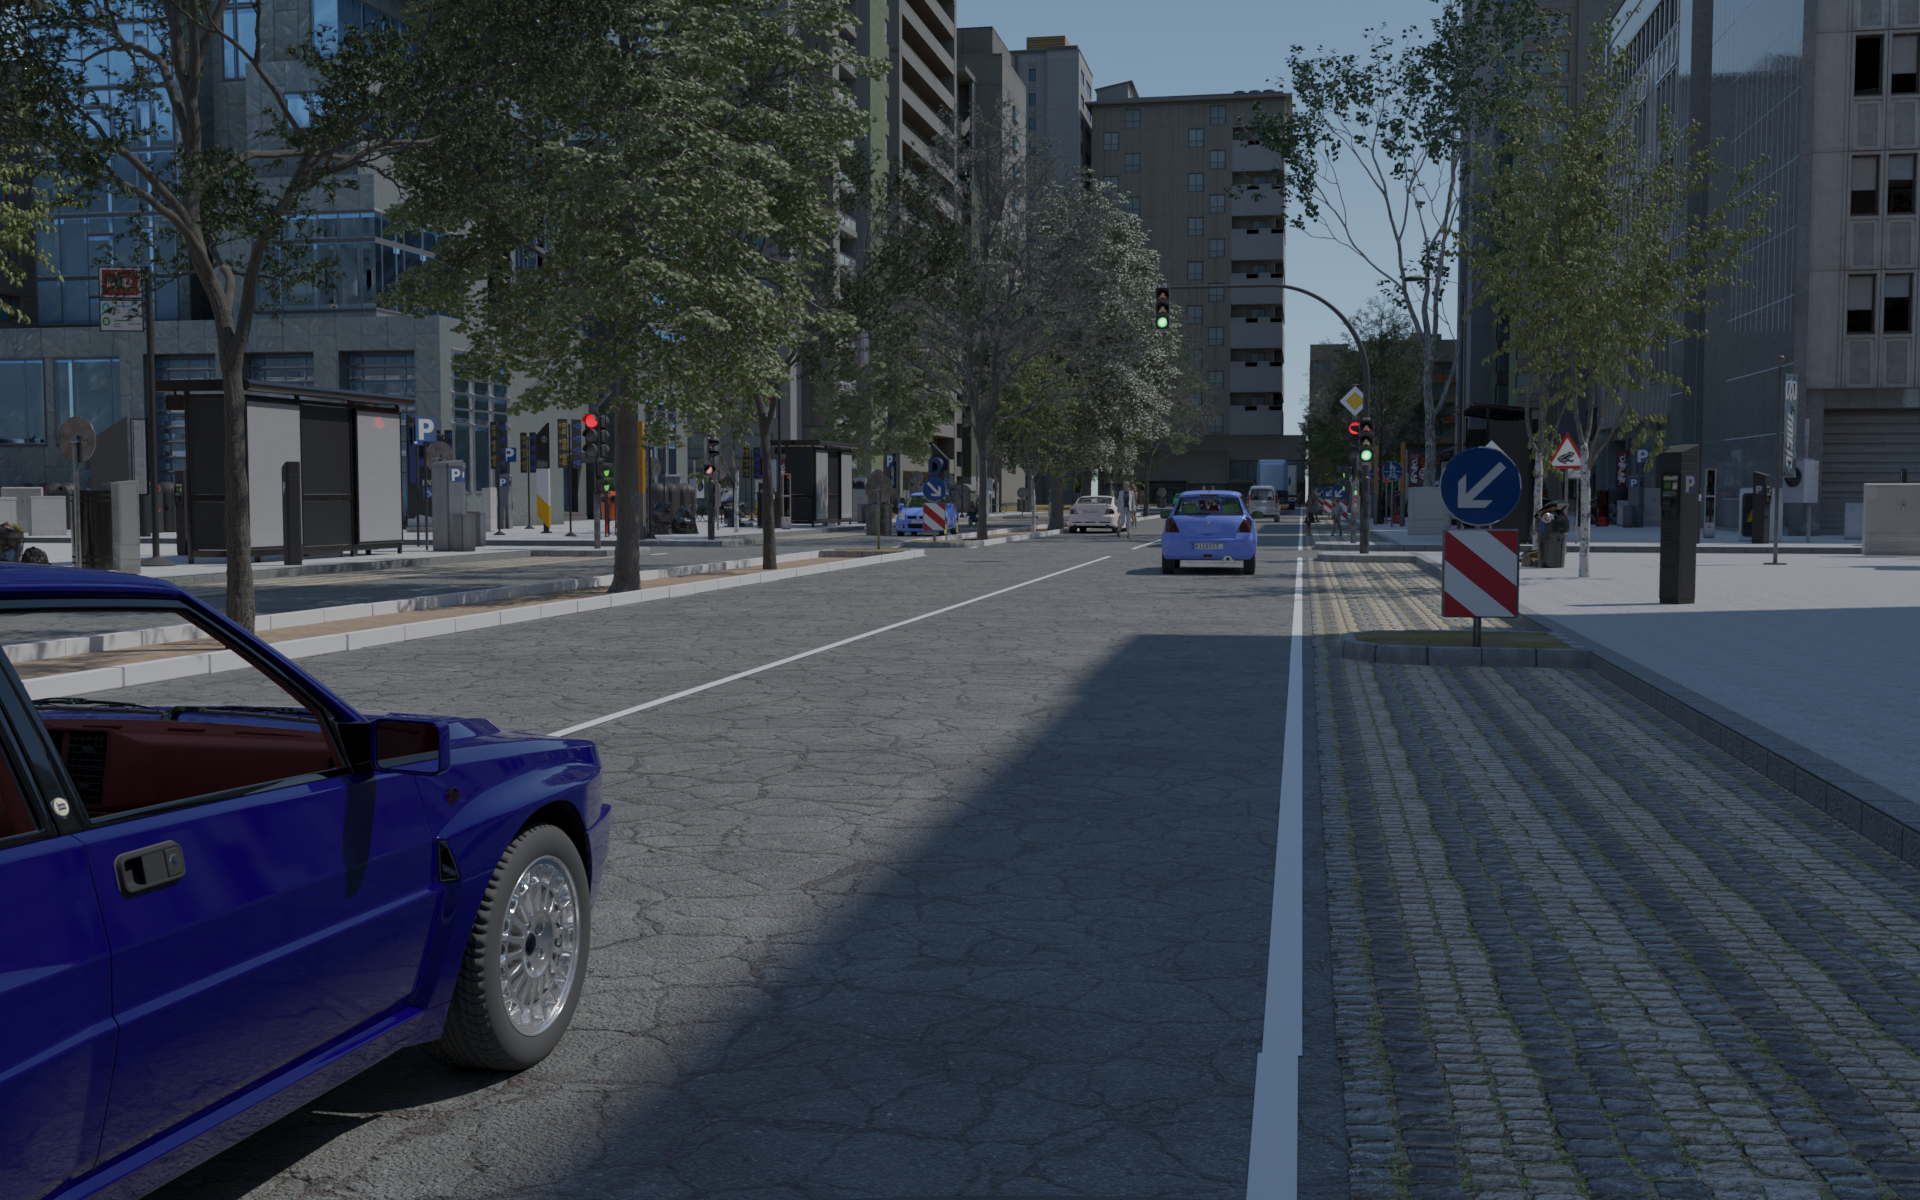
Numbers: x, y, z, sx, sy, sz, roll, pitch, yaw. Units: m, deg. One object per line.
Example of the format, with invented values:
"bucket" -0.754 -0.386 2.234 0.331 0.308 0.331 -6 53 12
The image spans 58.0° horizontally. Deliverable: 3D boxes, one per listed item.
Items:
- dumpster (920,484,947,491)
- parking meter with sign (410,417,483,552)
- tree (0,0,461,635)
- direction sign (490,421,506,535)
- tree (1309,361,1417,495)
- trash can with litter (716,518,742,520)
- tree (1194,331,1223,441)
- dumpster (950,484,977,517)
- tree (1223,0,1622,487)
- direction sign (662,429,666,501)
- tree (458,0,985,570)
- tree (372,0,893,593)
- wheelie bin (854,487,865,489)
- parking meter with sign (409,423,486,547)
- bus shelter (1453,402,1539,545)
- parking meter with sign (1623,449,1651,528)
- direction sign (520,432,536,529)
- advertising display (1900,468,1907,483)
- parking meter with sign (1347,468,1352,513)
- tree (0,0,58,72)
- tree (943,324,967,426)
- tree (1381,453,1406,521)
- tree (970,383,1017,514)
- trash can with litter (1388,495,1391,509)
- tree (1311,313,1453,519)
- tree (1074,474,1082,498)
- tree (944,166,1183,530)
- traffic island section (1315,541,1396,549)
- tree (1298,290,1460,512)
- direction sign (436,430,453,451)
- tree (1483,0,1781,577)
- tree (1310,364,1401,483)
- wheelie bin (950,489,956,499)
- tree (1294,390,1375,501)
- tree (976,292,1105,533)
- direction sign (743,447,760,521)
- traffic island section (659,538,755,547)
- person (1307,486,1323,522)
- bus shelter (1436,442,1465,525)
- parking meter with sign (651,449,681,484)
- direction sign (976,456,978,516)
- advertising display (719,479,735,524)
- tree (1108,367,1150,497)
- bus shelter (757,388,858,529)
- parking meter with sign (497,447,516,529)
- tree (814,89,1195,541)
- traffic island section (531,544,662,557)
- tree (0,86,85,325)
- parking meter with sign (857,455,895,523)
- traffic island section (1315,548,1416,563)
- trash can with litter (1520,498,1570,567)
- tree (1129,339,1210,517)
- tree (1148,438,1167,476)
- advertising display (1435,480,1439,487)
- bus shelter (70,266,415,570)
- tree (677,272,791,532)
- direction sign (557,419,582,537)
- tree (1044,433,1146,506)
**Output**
"dumpster" -1.449 -5.127 89.577 1.264 1.857 1.865 1 4 11
"parking meter with sign" -11.555 -2.613 38.988 1.738 3.016 0.543 3 5 40
"tree" -6.506 -4.833 15.896 8.767 10.594 7.601 1 4 11
"direction sign" -14.373 -3.789 53.948 0.876 3.537 0.379 3 5 45
"tree" 29.146 -12.201 125.248 9.928 11.665 9.643 0 3 0
"trash can with litter" -11.418 -4.623 86.649 1.678 1.210 2.233 1 4 17
"tree" 9.439 -11.189 95.766 12.009 13.543 11.850 0 3 0
"dumpster" 0.196 -5.639 97.953 1.264 1.857 1.865 1 4 11
"tree" 15.165 -12.336 57.587 12.611 20.169 13.585 0 3 0
"direction sign" -10.347 -4.194 60.576 0.379 3.537 0.876 -1 4 -16
"tree" -3.505 -5.865 32.759 8.767 10.594 7.601 1 4 11
"tree" -4.860 -6.398 25.189 7.486 12.596 7.792 0 3 0
"wheelie bin" -4.658 -4.492 81.346 0.980 1.594 0.693 0 4 3
"parking meter with sign" -12.462 -2.813 42.252 1.738 3.016 0.543 1 4 9
"bus shelter" 14.493 -3.409 47.026 1.731 3.624 6.357 1 4 11
"parking meter with sign" 25.903 -4.290 66.401 0.543 3.016 1.738 3 4 38
"direction sign" -15.844 -4.381 63.620 0.876 3.537 0.379 3 4 37
"advertising display" 23.712 -2.346 43.566 0.123 1.923 0.974 2 4 26
"parking meter with sign" 26.448 -7.343 116.321 0.543 3.016 1.738 -1 4 -15
"tree" -7.846 -3.499 10.033 4.360 8.622 3.978 0 3 0
"tree" -3.098 -10.035 82.196 7.486 12.596 7.792 0 3 0
"tree" 20.370 -5.326 81.689 1.663 3.219 1.824 0 3 0
"tree" 2.509 -9.749 109.759 4.360 8.622 3.978 0 3 0
"trash can with litter" 27.368 -5.980 108.827 1.678 1.210 2.233 -3 5 -41
"tree" 21.774 -9.459 89.064 7.601 10.594 8.767 0 4 -1
"tree" 10.520 -9.718 153.483 1.663 3.219 1.824 0 3 0
"tree" 3.825 -9.743 68.411 9.857 13.997 8.962 0 3 0
"traffic island section" 10.268 -1.398 45.143 2.009 0.180 2.903 1 4 11
"tree" 25.137 -11.888 104.737 12.009 13.543 11.850 0 3 0
"direction sign" -18.303 -4.241 61.341 0.876 3.537 0.379 2 4 25
"tree" 9.691 -4.639 26.212 4.737 8.622 4.395 0 3 0
"tree" 31.706 -13.482 138.562 7.486 12.596 7.792 0 3 0
"wheelie bin" -0.483 -5.895 104.290 0.980 1.594 0.693 -2 4 -31
"tree" 42.386 -17.578 194.062 9.857 13.997 8.962 0 3 0
"tree" 2.612 -6.634 61.287 4.737 8.622 4.395 0 3 0
"direction sign" -10.060 -5.603 83.604 0.876 3.537 0.379 -1 4 -22
"traffic island section" -6.990 -1.606 48.547 2.009 0.180 2.903 1 4 11
"person" 17.878 -4.829 87.411 0.822 1.834 0.622 1 4 15
"bus shelter" 19.975 -4.565 68.558 2.014 3.302 5.546 1 4 11
"parking meter with sign" -11.201 -4.350 67.381 1.738 3.016 0.543 0 4 -5
"direction sign" 1.001 -6.756 102.456 0.379 3.537 0.876 0 4 6
"advertising display" -9.966 -4.221 74.221 0.974 1.923 0.123 3 5 45
"tree" 7.629 -8.168 86.368 4.737 8.622 4.395 0 3 0
"bus shelter" -6.138 -5.538 68.174 2.179 5.291 8.768 1 4 11
"parking meter with sign" -16.828 -4.139 63.941 0.543 3.016 1.738 0 4 -2
"tree" 0.688 -8.554 52.690 12.009 13.543 11.850 0 3 0
"traffic island section" -8.538 -1.127 40.713 2.009 0.180 2.903 1 4 11
"tree" -14.723 -4.558 24.880 4.737 8.622 4.395 0 3 0
"parking meter with sign" -3.718 -4.897 76.332 1.738 3.016 0.543 -3 5 -40
"traffic island section" 8.719 -0.919 37.309 2.009 0.180 2.903 1 4 11
"trash can with litter" 10.175 -1.160 30.347 0.624 1.170 1.055 -1 4 -19
"tree" 11.697 -10.984 107.803 9.928 11.665 9.643 0 3 0
"tree" 19.367 -15.995 195.933 8.767 10.594 7.601 -1 4 -17
"advertising display" 21.459 -4.451 77.984 0.974 1.923 0.123 1 4 10
"bus shelter" -13.605 -3.391 33.081 2.179 5.291 8.768 1 4 11
"tree" -7.542 -6.577 57.900 4.737 8.622 4.395 0 3 0
"direction sign" -11.782 -3.690 52.325 0.379 3.537 0.876 3 4 38
"tree" 9.485 -12.606 140.519 7.601 10.594 8.767 -1 4 -19
